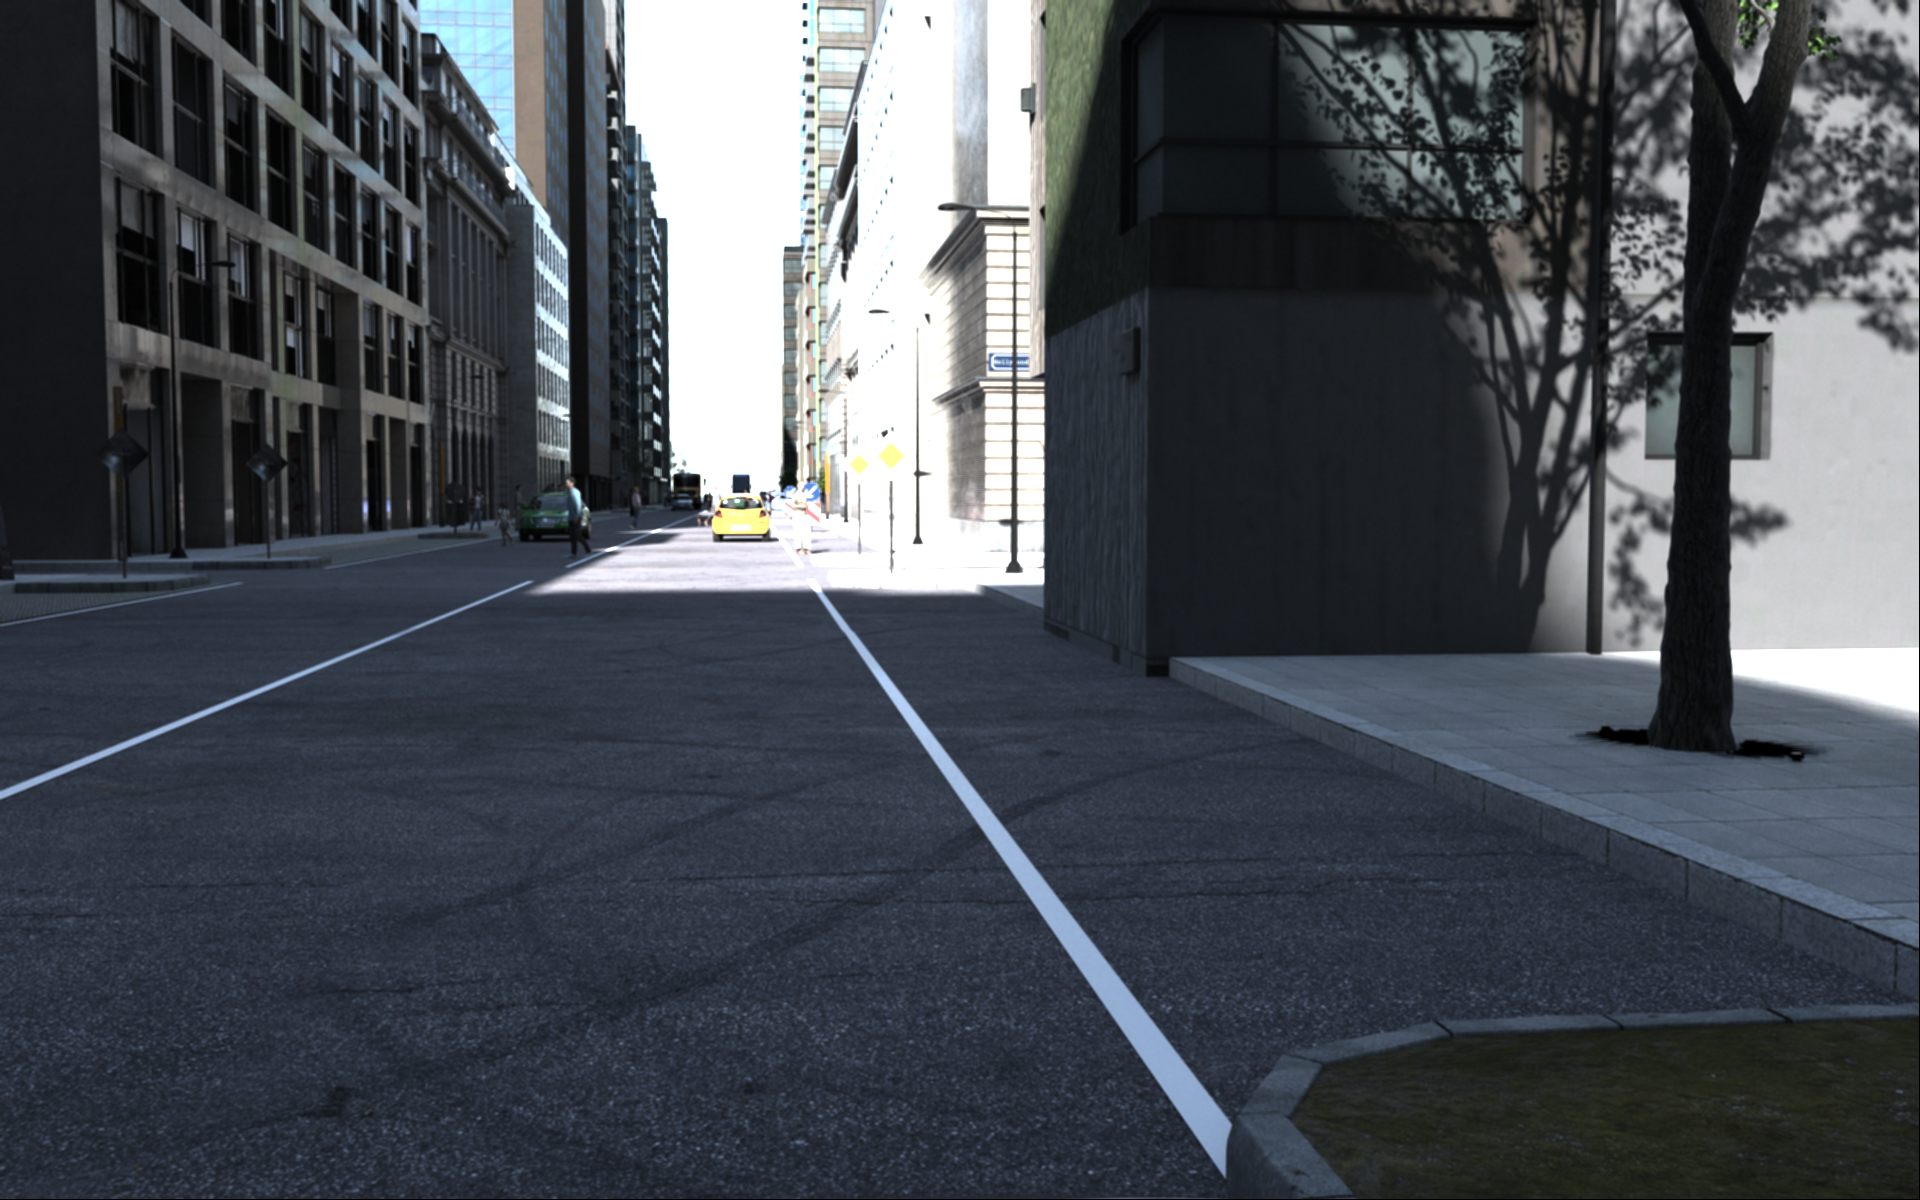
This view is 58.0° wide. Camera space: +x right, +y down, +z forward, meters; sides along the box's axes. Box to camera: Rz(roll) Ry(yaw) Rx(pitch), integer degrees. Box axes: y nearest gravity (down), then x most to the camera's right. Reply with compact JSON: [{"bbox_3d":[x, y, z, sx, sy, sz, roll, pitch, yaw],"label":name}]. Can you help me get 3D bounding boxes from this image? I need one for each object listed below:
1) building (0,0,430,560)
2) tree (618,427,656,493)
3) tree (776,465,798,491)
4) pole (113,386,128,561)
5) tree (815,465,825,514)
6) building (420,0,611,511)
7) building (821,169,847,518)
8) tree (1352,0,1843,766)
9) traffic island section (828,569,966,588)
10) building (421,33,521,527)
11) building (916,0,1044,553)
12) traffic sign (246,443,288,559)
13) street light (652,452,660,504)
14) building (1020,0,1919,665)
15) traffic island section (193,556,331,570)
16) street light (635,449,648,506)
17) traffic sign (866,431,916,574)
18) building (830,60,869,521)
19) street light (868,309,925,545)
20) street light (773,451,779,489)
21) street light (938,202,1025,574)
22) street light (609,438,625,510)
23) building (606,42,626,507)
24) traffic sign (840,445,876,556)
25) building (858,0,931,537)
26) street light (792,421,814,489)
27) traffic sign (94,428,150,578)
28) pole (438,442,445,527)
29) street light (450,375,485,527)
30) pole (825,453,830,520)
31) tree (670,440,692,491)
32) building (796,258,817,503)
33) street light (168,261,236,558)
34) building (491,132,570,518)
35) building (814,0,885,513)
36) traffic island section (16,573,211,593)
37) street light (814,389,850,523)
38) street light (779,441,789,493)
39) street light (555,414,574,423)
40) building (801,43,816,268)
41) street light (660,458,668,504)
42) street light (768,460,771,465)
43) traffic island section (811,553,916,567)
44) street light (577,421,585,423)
[{"bbox_3d":[-28.092,-14.928,48.590,19.350,26.468,34.151,0,4,-7],"label":"building"},{"bbox_3d":[-34.698,-14.384,185.539,4.360,8.622,3.978,0,3,0],"label":"tree"},{"bbox_3d":[-18.745,-12.825,193.398,4.285,4.588,4.351,0,3,0],"label":"tree"},{"bbox_3d":[-15.984,-2.392,32.958,0.158,3.312,0.155,0,3,0],"label":"pole"},{"bbox_3d":[-8.899,-7.218,112.623,1.663,3.219,1.824,0,3,0],"label":"tree"},{"bbox_3d":[-36.855,-30.213,144.088,14.600,45.320,14.200,0,4,-7],"label":"building"},{"bbox_3d":[-2.886,-15.467,102.030,9.793,20.994,18.267,0,4,-7],"label":"building"},{"bbox_3d":[3.883,-5.053,8.380,9.928,11.665,9.643,0,3,0],"label":"tree"},{"bbox_3d":[-1.078,-0.336,27.779,2.009,0.180,2.903,0,4,-7],"label":"traffic island section"},{"bbox_3d":[-28.024,-14.447,78.002,13.314,21.916,24.055,0,4,-7],"label":"building"},{"bbox_3d":[16.699,-13.752,43.923,34.723,24.649,14.460,0,4,-7],"label":"building"},{"bbox_3d":[-13.681,-1.871,34.231,0.795,2.450,0.064,0,4,-7],"label":"traffic sign"},{"bbox_3d":[-34.472,-13.447,192.402,1.470,5.913,1.316,0,4,-7],"label":"street light"},{"bbox_3d":[7.598,-15.204,20.291,14.160,30.474,14.107,0,4,-7],"label":"building"},{"bbox_3d":[-13.704,-0.734,34.289,2.009,0.180,2.903,0,4,-7],"label":"traffic island section"},{"bbox_3d":[-32.617,-12.515,177.158,1.470,5.913,1.316,0,4,-7],"label":"street light"},{"bbox_3d":[-1.101,-1.471,27.699,0.795,2.450,0.064,0,4,-7],"label":"traffic sign"},{"bbox_3d":[1.220,-14.596,80.447,13.314,21.916,24.055,0,4,-7],"label":"building"},{"bbox_3d":[-1.607,-4.349,43.648,1.470,5.913,1.316,0,4,-7],"label":"street light"},{"bbox_3d":[-19.052,-13.077,186.350,1.470,5.913,1.316,0,4,-7],"label":"street light"},{"bbox_3d":[0.341,-3.381,27.825,1.470,5.913,1.316,0,4,-7],"label":"street light"},{"bbox_3d":[-28.504,-10.483,143.933,1.470,5.913,1.316,0,4,-7],"label":"street light"},{"bbox_3d":[-43.788,-31.210,164.913,22.147,44.769,28.867,0,4,-7],"label":"building"},{"bbox_3d":[-2.071,-1.956,35.625,0.795,2.450,0.064,0,4,-7],"label":"traffic sign"},{"bbox_3d":[2.250,-12.516,59.395,10.420,20.320,16.860,0,4,-7],"label":"building"},{"bbox_3d":[-9.825,-8.429,110.349,1.470,5.913,1.316,0,4,-7],"label":"street light"},{"bbox_3d":[-12.711,-1.386,26.304,0.795,2.450,0.064,0,4,-7],"label":"traffic sign"},{"bbox_3d":[-20.129,-4.489,67.245,0.158,3.312,0.155,0,3,0],"label":"pole"},{"bbox_3d":[-19.267,-5.824,67.766,1.470,5.913,1.316,0,4,-7],"label":"street light"},{"bbox_3d":[-6.619,-5.658,86.359,0.158,3.312,0.155,0,3,0],"label":"pole"},{"bbox_3d":[-44.708,-20.337,266.919,7.601,10.594,8.767,0,4,1],"label":"tree"},{"bbox_3d":[0.760,-18.231,143.121,27.650,21.520,28.899,0,4,-7],"label":"building"},{"bbox_3d":[-15.106,-3.792,34.547,1.470,5.913,1.316,0,4,-7],"label":"street light"},{"bbox_3d":[-28.563,-14.944,99.079,10.420,20.320,16.860,0,4,-7],"label":"building"},{"bbox_3d":[-3.086,-26.718,120.439,14.154,41.232,14.086,0,4,-7],"label":"building"},{"bbox_3d":[-12.734,-0.250,26.363,2.009,0.180,2.903,0,4,-7],"label":"traffic island section"},{"bbox_3d":[-5.611,-6.382,76.887,1.470,5.913,1.316,0,4,-7],"label":"street light"},{"bbox_3d":[-14.937,-11.024,152.787,1.470,5.913,1.316,0,4,-7],"label":"street light"},{"bbox_3d":[-23.368,-7.856,100.993,1.470,5.913,1.316,0,4,-7],"label":"street light"},{"bbox_3d":[-4.233,-33.758,171.553,23.786,49.044,30.456,0,4,-7],"label":"building"},{"bbox_3d":[-38.575,-15.479,225.628,1.470,5.913,1.316,0,4,-7],"label":"street light"},{"bbox_3d":[-25.074,-16.092,235.651,1.470,5.913,1.316,0,4,-7],"label":"street light"},{"bbox_3d":[-2.048,-0.821,35.705,2.009,0.180,2.903,0,4,-7],"label":"traffic island section"},{"bbox_3d":[-24.441,-8.399,109.862,1.470,5.913,1.316,0,4,-7],"label":"street light"}]
